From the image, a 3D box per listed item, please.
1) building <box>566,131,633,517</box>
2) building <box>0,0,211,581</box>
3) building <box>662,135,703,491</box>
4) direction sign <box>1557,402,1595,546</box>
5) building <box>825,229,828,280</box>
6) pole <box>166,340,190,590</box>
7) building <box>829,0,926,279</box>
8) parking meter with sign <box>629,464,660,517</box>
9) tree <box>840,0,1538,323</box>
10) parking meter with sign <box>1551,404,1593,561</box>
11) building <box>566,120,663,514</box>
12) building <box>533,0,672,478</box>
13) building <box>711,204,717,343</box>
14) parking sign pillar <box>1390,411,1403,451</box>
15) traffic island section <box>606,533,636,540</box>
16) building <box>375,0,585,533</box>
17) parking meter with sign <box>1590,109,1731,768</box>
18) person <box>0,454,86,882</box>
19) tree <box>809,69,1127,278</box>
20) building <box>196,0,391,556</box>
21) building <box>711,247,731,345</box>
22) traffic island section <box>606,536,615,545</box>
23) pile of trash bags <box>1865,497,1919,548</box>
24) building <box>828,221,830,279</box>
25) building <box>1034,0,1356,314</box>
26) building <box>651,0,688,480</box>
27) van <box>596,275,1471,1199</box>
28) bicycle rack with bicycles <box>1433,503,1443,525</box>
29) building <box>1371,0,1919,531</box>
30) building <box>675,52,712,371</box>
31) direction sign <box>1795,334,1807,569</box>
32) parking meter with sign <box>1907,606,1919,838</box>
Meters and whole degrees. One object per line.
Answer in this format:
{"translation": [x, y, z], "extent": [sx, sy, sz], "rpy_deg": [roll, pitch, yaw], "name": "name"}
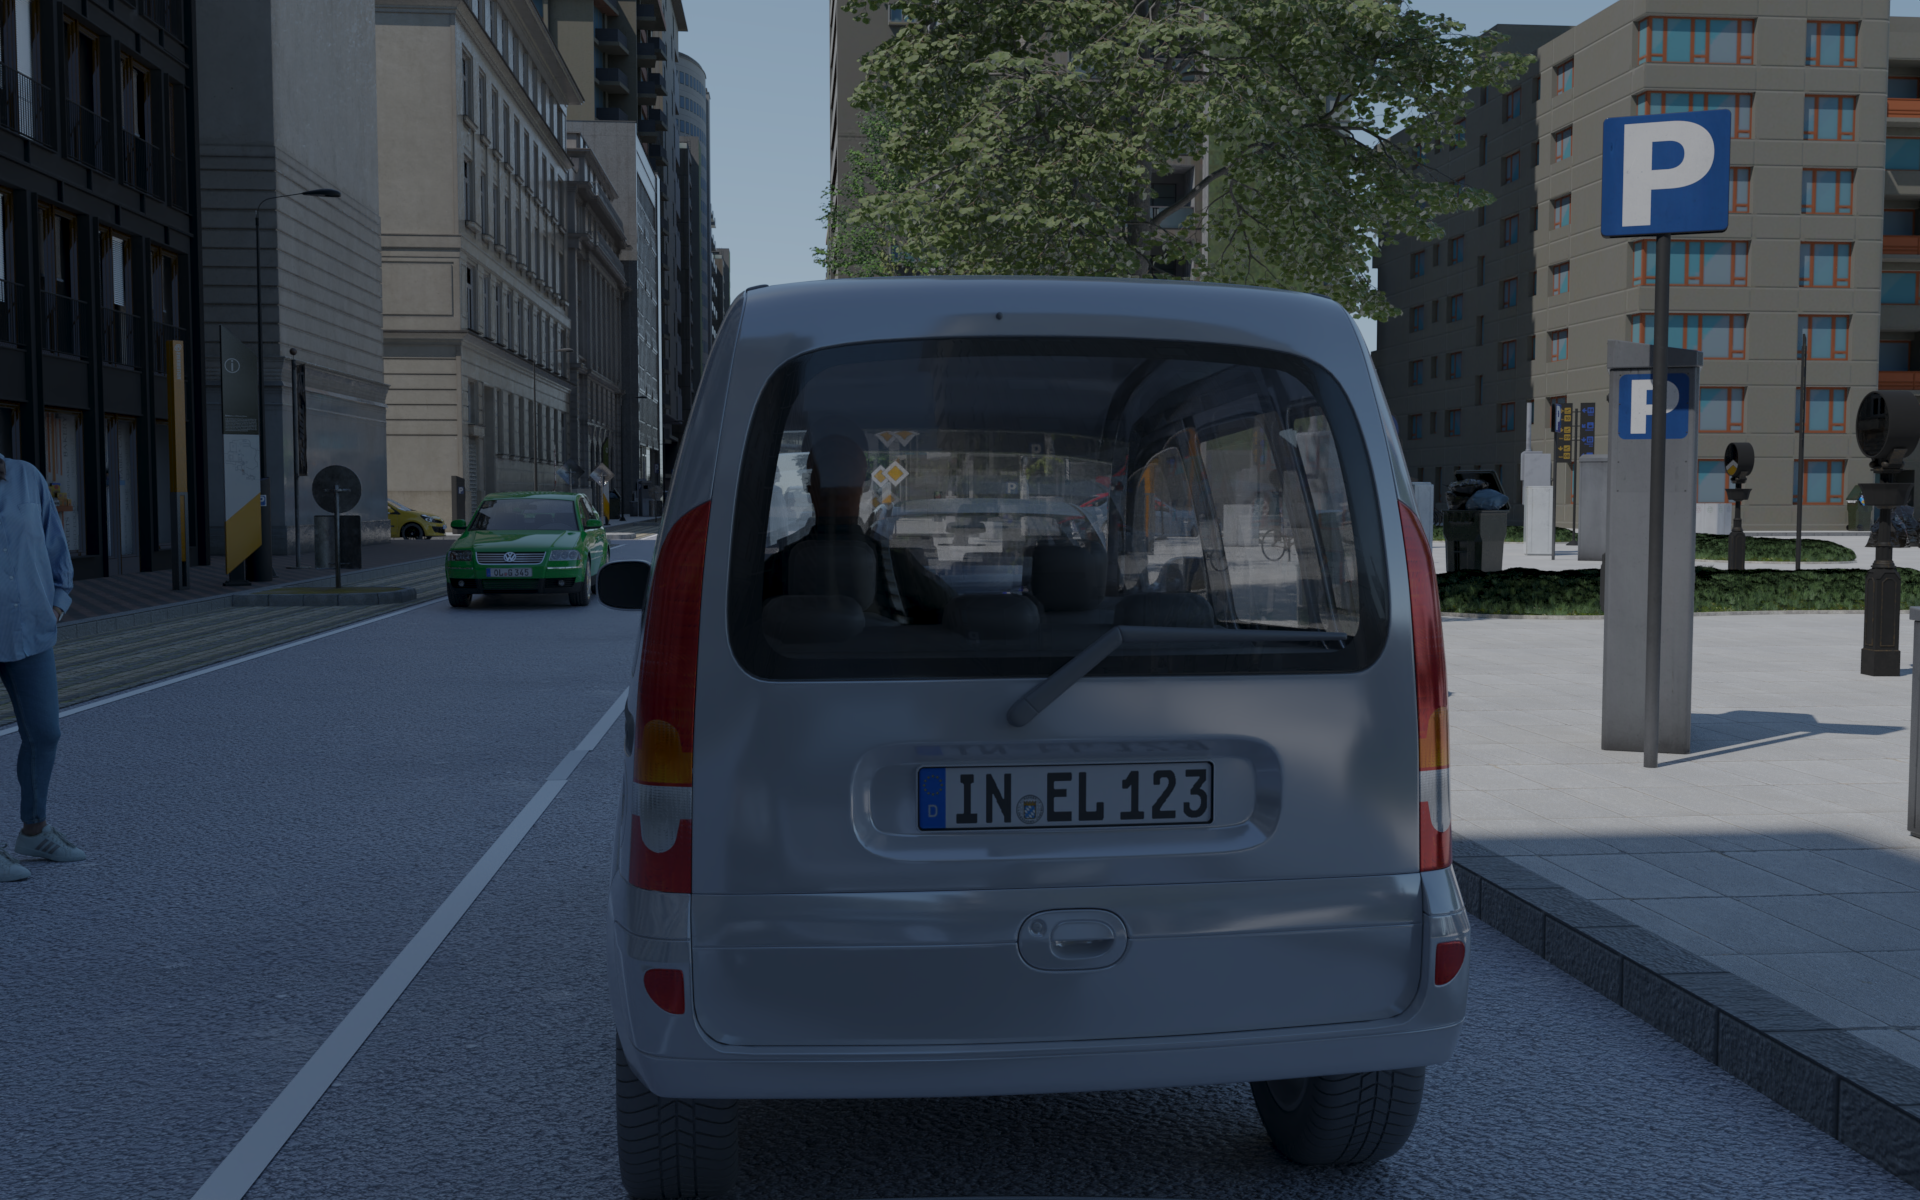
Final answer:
{"translation": [-26.150, -15.639, 97.495], "extent": [13.314, 21.916, 24.055], "rpy_deg": [0, 4, -6], "name": "building"}
{"translation": [-18.854, -11.765, 22.033], "extent": [12.332, 23.373, 15.834], "rpy_deg": [0, 4, -6], "name": "building"}
{"translation": [-35.949, -31.086, 191.844], "extent": [14.154, 41.232, 14.086], "rpy_deg": [0, 4, -6], "name": "building"}
{"translation": [15.288, -3.122, 43.043], "extent": [0.876, 3.537, 0.379], "rpy_deg": [2, 4, 26], "name": "direction sign"}
{"translation": [-10.315, -38.042, 276.613], "extent": [22.147, 44.769, 28.867], "rpy_deg": [0, 4, -6], "name": "building"}
{"translation": [-10.435, -1.790, 23.108], "extent": [0.158, 3.312, 0.155], "rpy_deg": [0, 3, 0], "name": "pole"}
{"translation": [1.841, -30.408, 120.867], "extent": [21.300, 48.544, 21.600], "rpy_deg": [0, 4, -6], "name": "building"}
{"translation": [-17.981, -6.269, 98.763], "extent": [1.738, 3.016, 0.543], "rpy_deg": [-3, 5, -39], "name": "parking meter with sign"}
{"translation": [2.002, -6.100, 17.858], "extent": [7.486, 12.596, 7.792], "rpy_deg": [0, 3, 0], "name": "tree"}
{"translation": [12.247, -2.257, 33.164], "extent": [1.738, 3.016, 0.543], "rpy_deg": [2, 4, 29], "name": "parking meter with sign"}
{"translation": [-27.431, -18.437, 119.468], "extent": [12.078, 24.808, 19.932], "rpy_deg": [0, 4, -6], "name": "building"}
{"translation": [-35.646, -29.849, 142.656], "extent": [22.147, 44.769, 28.867], "rpy_deg": [0, 4, -6], "name": "building"}
{"translation": [-47.518, -38.959, 256.591], "extent": [23.786, 49.044, 30.456], "rpy_deg": [0, 4, -6], "name": "building"}
{"translation": [9.616, -3.168, 40.263], "extent": [1.447, 3.967, 1.447], "rpy_deg": [-1, 4, -19], "name": "parking sign pillar"}
{"translation": [-11.507, -2.043, 55.678], "extent": [2.009, 0.180, 2.903], "rpy_deg": [0, 4, -6], "name": "traffic island section"}
{"translation": [-25.095, -14.504, 70.431], "extent": [16.112, 22.955, 30.059], "rpy_deg": [0, 4, -6], "name": "building"}
{"translation": [3.547, -0.767, 8.808], "extent": [0.543, 3.016, 1.738], "rpy_deg": [1, 4, 22], "name": "parking meter with sign"}
{"translation": [-3.608, 0.140, 6.472], "extent": [0.793, 1.790, 0.793], "rpy_deg": [0, 4, 3], "name": "person"}
{"translation": [0.197, -7.096, 41.782], "extent": [9.928, 11.665, 9.643], "rpy_deg": [0, 3, 0], "name": "tree"}
{"translation": [-23.348, -11.627, 39.258], "extent": [18.267, 20.994, 9.793], "rpy_deg": [0, 4, -6], "name": "building"}
{"translation": [-44.233, -36.446, 279.481], "extent": [14.154, 41.232, 14.086], "rpy_deg": [0, 4, -6], "name": "building"}
{"translation": [-10.734, -1.557, 47.730], "extent": [2.009, 0.180, 2.903], "rpy_deg": [0, 4, -6], "name": "traffic island section"}
{"translation": [23.581, -1.975, 42.037], "extent": [3.447, 1.369, 1.912], "rpy_deg": [-3, 4, -38], "name": "pile of trash bags"}
{"translation": [-12.407, -34.947, 254.981], "extent": [14.154, 41.232, 14.086], "rpy_deg": [0, 4, -6], "name": "building"}
{"translation": [6.119, -23.357, 65.478], "extent": [14.086, 41.232, 14.154], "rpy_deg": [0, 4, -6], "name": "building"}
{"translation": [-41.669, -35.526, 170.089], "extent": [28.713, 52.752, 27.495], "rpy_deg": [0, 4, -6], "name": "building"}
{"translation": [-0.065, 0.124, 4.976], "extent": [2.013, 2.044, 4.112], "rpy_deg": [0, 4, -7], "name": "van"}
{"translation": [17.748, -3.275, 66.927], "extent": [2.925, 0.926, 2.852], "rpy_deg": [2, 4, 30], "name": "bicycle rack with bicycles"}
{"translation": [36.260, -14.012, 74.139], "extent": [28.899, 21.520, 27.650], "rpy_deg": [0, 4, -6], "name": "building"}
{"translation": [-43.826, -41.911, 227.243], "extent": [21.231, 58.520, 28.212], "rpy_deg": [0, 4, -6], "name": "building"}
{"translation": [12.098, -2.013, 24.913], "extent": [0.379, 3.537, 0.876], "rpy_deg": [2, 4, 27], "name": "direction sign"}
{"translation": [4.419, -0.611, 6.244], "extent": [1.738, 3.016, 0.543], "rpy_deg": [0, 4, -1], "name": "parking meter with sign"}
